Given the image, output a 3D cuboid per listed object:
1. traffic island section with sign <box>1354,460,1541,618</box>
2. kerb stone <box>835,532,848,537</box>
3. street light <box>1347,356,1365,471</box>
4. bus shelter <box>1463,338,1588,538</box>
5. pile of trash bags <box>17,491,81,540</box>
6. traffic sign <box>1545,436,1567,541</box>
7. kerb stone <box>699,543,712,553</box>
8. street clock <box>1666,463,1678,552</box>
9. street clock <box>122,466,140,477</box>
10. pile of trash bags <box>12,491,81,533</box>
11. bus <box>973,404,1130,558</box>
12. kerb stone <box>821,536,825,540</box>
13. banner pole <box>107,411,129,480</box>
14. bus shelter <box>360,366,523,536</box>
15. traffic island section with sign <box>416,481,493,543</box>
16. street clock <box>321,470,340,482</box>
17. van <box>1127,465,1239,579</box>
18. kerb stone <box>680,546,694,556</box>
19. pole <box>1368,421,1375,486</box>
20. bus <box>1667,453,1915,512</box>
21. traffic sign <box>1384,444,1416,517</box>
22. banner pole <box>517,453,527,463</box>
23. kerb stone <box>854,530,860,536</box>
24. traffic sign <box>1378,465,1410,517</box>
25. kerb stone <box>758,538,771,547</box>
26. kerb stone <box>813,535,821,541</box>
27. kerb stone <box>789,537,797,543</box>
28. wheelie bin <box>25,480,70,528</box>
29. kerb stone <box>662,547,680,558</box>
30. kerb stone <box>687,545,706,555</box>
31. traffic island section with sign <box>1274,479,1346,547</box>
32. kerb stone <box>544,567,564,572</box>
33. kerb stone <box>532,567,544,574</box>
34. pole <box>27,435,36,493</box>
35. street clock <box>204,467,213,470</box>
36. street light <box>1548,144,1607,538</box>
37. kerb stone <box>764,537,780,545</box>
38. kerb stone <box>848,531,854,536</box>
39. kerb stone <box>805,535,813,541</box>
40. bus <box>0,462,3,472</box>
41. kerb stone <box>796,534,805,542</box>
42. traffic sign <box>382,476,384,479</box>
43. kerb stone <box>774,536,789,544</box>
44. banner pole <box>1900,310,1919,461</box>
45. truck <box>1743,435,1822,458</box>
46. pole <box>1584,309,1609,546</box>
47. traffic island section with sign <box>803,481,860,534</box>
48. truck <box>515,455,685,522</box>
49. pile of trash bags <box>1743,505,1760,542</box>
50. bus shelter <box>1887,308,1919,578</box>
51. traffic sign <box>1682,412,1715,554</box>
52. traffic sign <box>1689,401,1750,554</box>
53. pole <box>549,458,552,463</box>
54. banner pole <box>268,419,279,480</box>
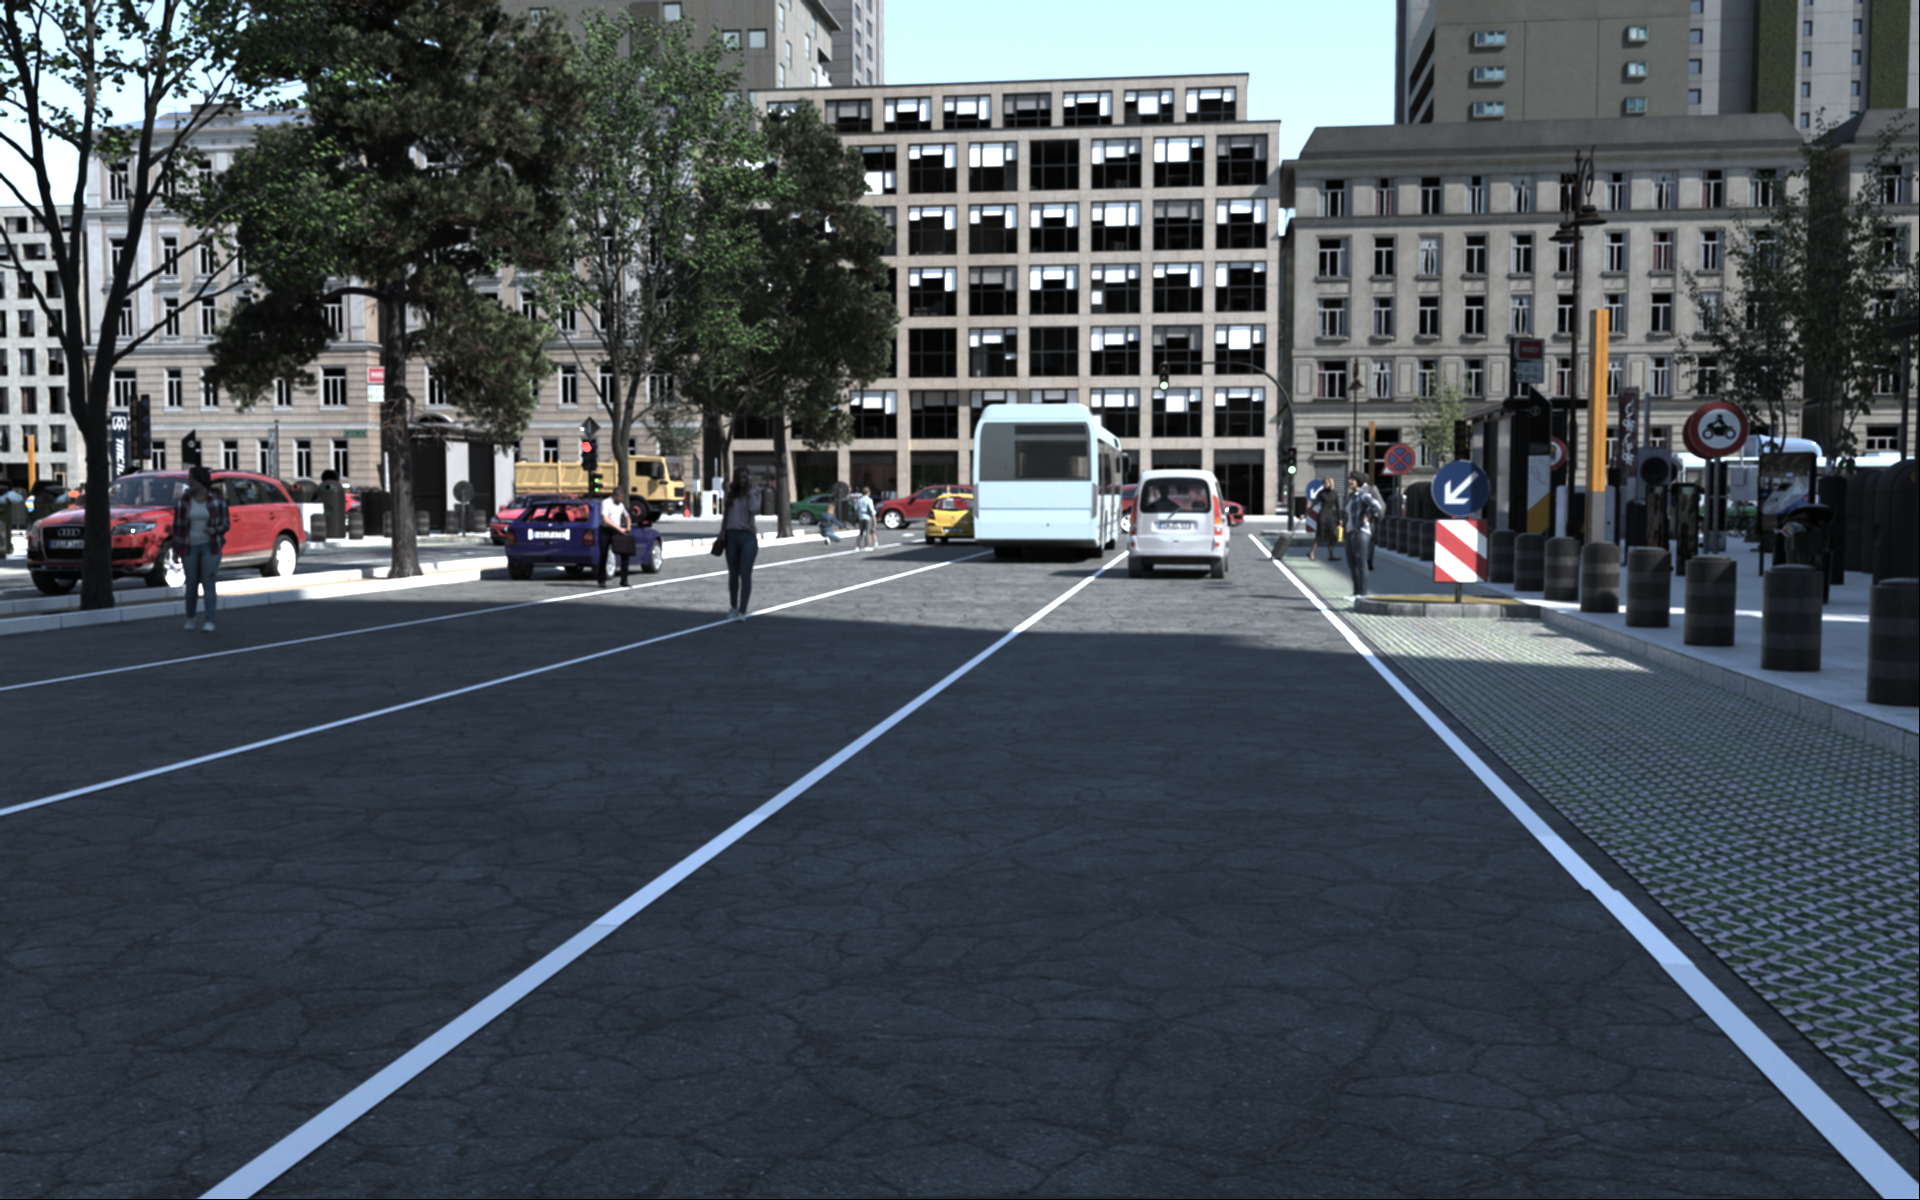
[{"bbox_3d":[5.819,-0.751,20.907,1.989,1.847,2.006,1,4,8],"label":"traffic island section with sign"},{"bbox_3d":[-3.970,-2.166,57.611,0.120,0.150,1.000,1,4,8],"label":"kerb stone"},{"bbox_3d":[13.199,-5.206,57.902,0.468,5.910,1.993,1,4,8],"label":"street light"},{"bbox_3d":[13.667,-3.965,42.464,2.179,5.291,8.768,0,4,8],"label":"bus shelter"},{"bbox_3d":[-26.057,-2.493,50.505,1.912,1.369,3.447,-1,4,-20],"label":"pile of trash bags"},{"bbox_3d":[12.903,-2.319,38.023,0.768,2.556,0.104,1,4,16],"label":"traffic sign"},{"bbox_3d":[-6.170,-1.232,42.345,0.120,0.150,1.000,1,4,8],"label":"kerb stone"},{"bbox_3d":[15.738,-2.087,38.698,0.358,2.002,0.471,-3,4,-38],"label":"street clock"},{"bbox_3d":[-21.413,-2.467,44.905,0.358,2.002,0.471,3,4,37],"label":"street clock"},{"bbox_3d":[-33.697,-3.197,62.023,3.447,1.369,1.912,-3,4,-37],"label":"pile of trash bags"},{"bbox_3d":[2.420,-2.881,41.962,2.948,3.499,13.247,0,4,8],"label":"bus"},{"bbox_3d":[-4.408,-1.978,54.547,0.120,0.150,1.000,1,4,8],"label":"kerb stone"},{"bbox_3d":[-22.538,-3.436,46.201,0.401,3.779,0.863,3,4,36],"label":"banner pole"},{"bbox_3d":[-17.101,-4.843,56.809,2.179,5.291,8.768,1,4,8],"label":"bus shelter"},{"bbox_3d":[-14.818,-2.590,50.970,1.989,1.847,2.006,1,4,8],"label":"traffic island section with sign"},{"bbox_3d":[-18.689,-2.868,51.464,0.471,2.002,0.358,0,4,-1],"label":"street clock"},{"bbox_3d":[3.938,-1.457,30.840,2.013,2.044,4.112,1,4,10],"label":"van"},{"bbox_3d":[-6.460,-1.104,40.305,0.120,0.150,1.000,1,4,8],"label":"kerb stone"},{"bbox_3d":[11.495,-3.336,48.395,0.158,3.312,0.155,0,3,0],"label":"pole"},{"bbox_3d":[35.843,-4.816,73.608,13.247,3.499,2.948,0,4,7],"label":"bus"},{"bbox_3d":[11.110,-2.672,43.789,0.768,2.556,0.104,1,4,12],"label":"traffic sign"},{"bbox_3d":[-27.036,-7.150,106.922,0.401,3.779,0.863,3,5,44],"label":"banner pole"},{"bbox_3d":[-3.681,-2.291,59.657,0.120,0.150,1.000,1,4,8],"label":"kerb stone"},{"bbox_3d":[12.578,-3.071,50.212,0.884,2.594,0.081,1,4,17],"label":"traffic sign"},{"bbox_3d":[-5.437,-1.538,47.430,0.120,0.150,1.000,1,4,8],"label":"kerb stone"},{"bbox_3d":[-4.557,-1.917,53.532,0.120,0.150,1.000,1,4,8],"label":"kerb stone"},{"bbox_3d":[-4.999,-1.730,50.482,0.120,0.150,1.000,1,4,8],"label":"kerb stone"},{"bbox_3d":[-20.626,-1.917,39.256,0.693,1.594,0.980,2,4,23],"label":"wheelie bin"},{"bbox_3d":[-6.610,-1.046,39.290,0.120,0.150,1.000,1,4,8],"label":"kerb stone"},{"bbox_3d":[-6.314,-1.170,41.330,0.120,0.150,1.000,1,4,8],"label":"kerb stone"},{"bbox_3d":[9.678,-2.386,47.647,1.989,1.847,2.006,1,4,8],"label":"traffic island section with sign"},{"bbox_3d":[-7.635,-0.610,32.165,0.120,0.150,1.000,1,4,8],"label":"kerb stone"},{"bbox_3d":[-7.782,-0.547,31.145,0.120,0.150,1.000,1,4,8],"label":"kerb stone"},{"bbox_3d":[-31.928,-4.022,59.608,0.158,3.312,0.155,0,3,0],"label":"pole"},{"bbox_3d":[-20.260,-2.571,46.599,0.471,2.002,0.358,-1,4,-11],"label":"street clock"},{"bbox_3d":[8.286,-3.094,23.375,0.468,5.910,1.993,1,4,8],"label":"street light"},{"bbox_3d":[-5.288,-1.606,48.451,0.120,0.150,1.000,1,4,8],"label":"kerb stone"},{"bbox_3d":[-3.832,-2.227,58.633,0.120,0.150,1.000,1,4,8],"label":"kerb stone"},{"bbox_3d":[-4.700,-1.854,52.516,0.120,0.150,1.000,1,4,8],"label":"kerb stone"},{"bbox_3d":[-46.298,-4.928,72.119,12.252,3.916,2.896,1,4,10],"label":"bus"},{"bbox_3d":[-4.846,-1.792,51.500,0.120,0.150,1.000,1,4,8],"label":"kerb stone"},{"bbox_3d":[-19.721,-3.691,60.356,0.884,2.594,0.081,1,4,10],"label":"traffic sign"},{"bbox_3d":[-5.138,-1.668,49.466,0.120,0.150,1.000,1,4,8],"label":"kerb stone"},{"bbox_3d":[13.094,-2.056,23.628,0.863,3.779,0.401,0,4,-5],"label":"banner pole"},{"bbox_3d":[30.370,-5.513,79.902,18.799,4.110,2.967,0,4,7],"label":"truck"},{"bbox_3d":[7.068,-1.553,19.243,0.158,3.312,0.155,0,3,0],"label":"pole"},{"bbox_3d":[-4.410,-3.286,61.860,2.006,1.907,1.989,1,4,8],"label":"traffic island section with sign"},{"bbox_3d":[-17.926,-5.560,86.837,9.791,3.379,3.469,1,4,9],"label":"truck"},{"bbox_3d":[22.741,-2.232,46.250,3.447,1.369,1.912,-2,4,-28],"label":"pile of trash bags"},{"bbox_3d":[9.421,-1.208,13.674,2.014,3.302,5.546,1,4,8],"label":"bus shelter"},{"bbox_3d":[11.036,-1.558,25.575,0.768,2.556,0.104,1,4,9],"label":"traffic sign"},{"bbox_3d":[10.355,-1.443,23.697,0.768,2.556,0.104,1,4,14],"label":"traffic sign"},{"bbox_3d":[-22.914,-6.316,97.103,0.158,3.312,0.155,0,3,0],"label":"pole"},{"bbox_3d":[-22.986,-4.164,58.099,0.863,3.779,0.401,3,5,43],"label":"banner pole"}]
